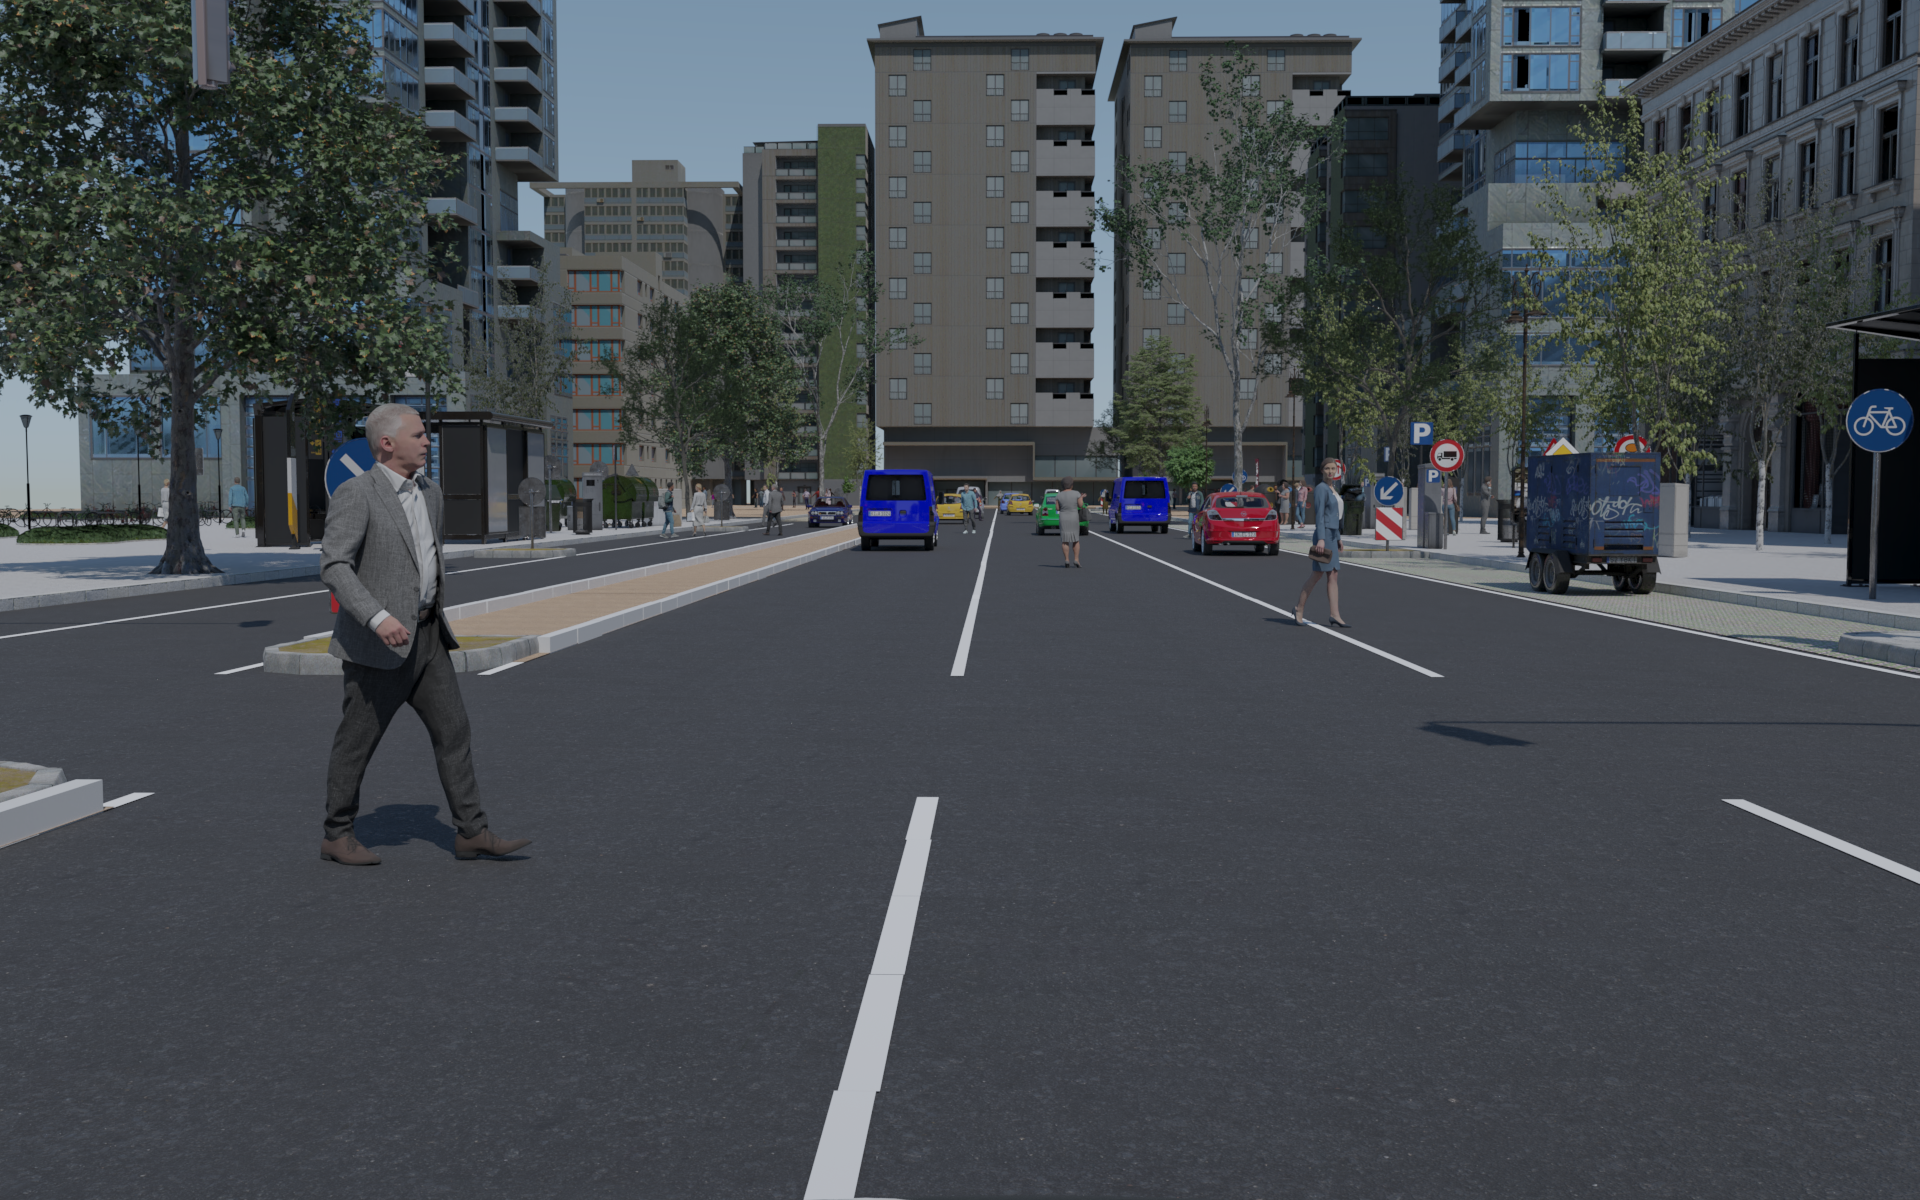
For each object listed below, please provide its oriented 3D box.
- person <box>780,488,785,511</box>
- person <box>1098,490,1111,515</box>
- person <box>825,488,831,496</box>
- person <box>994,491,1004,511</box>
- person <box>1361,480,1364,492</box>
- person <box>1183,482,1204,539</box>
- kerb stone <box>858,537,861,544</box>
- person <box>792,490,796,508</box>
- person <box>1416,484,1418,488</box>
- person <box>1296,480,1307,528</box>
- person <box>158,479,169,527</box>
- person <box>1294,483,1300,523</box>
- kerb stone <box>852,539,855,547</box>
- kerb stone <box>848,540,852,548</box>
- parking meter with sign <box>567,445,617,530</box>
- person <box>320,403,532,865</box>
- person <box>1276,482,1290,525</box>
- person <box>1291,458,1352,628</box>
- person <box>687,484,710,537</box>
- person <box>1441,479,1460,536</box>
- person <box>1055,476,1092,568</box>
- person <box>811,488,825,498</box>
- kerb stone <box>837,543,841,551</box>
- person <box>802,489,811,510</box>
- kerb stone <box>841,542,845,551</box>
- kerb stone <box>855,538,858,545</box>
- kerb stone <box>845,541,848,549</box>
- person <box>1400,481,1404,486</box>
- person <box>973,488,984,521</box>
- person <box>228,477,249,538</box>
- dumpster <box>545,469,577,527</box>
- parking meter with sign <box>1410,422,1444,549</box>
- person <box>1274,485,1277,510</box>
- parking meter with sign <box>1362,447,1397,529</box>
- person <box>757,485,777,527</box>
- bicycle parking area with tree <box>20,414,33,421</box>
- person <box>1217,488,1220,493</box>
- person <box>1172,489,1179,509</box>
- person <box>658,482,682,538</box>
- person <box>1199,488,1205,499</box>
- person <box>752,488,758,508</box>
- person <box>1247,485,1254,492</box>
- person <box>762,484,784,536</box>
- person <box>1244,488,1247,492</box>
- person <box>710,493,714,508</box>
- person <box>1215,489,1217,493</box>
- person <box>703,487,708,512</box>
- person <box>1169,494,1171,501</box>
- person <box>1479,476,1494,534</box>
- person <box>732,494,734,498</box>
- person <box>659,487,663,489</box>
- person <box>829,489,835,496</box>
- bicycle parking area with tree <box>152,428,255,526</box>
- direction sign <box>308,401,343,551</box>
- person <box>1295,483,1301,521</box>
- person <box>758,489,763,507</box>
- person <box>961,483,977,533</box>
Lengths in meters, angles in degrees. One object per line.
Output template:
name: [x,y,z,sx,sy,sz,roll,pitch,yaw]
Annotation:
person: [-13.608,-7.695,132.416,0.434,1.755,0.990,2,4,32]
person: [10.158,-6.818,120.708,1.217,1.736,0.721,-1,4,-22]
person: [-10.387,-7.916,136.142,0.551,1.740,0.621,3,4,36]
person: [3.491,-8.575,149.430,1.217,1.736,0.721,-1,4,-11]
person: [16.593,-3.977,70.924,0.638,1.841,0.748,-3,5,-45]
person: [7.475,-2.835,54.842,0.713,1.824,0.794,-3,4,-36]
kerb stone: [-2.952,-1.630,48.847,0.120,0.150,1.000,0,4,1]
person: [-15.533,-9.428,161.661,0.593,1.643,0.415,2,4,35]
person: [16.864,-3.496,63.794,0.593,1.750,0.643,0,4,-6]
person: [12.738,-3.584,64.649,0.388,1.821,0.555,-2,4,-27]
person: [-26.224,-3.106,57.181,0.694,1.780,0.624,3,5,39]
person: [14.758,-4.261,76.130,0.534,1.772,0.576,-1,4,-17]
kerb stone: [-2.997,-1.505,46.803,0.120,0.150,1.000,0,4,1]
kerb stone: [-3.025,-1.443,45.781,0.120,0.150,1.000,0,4,1]
parking meter with sign: [-13.044,-3.983,61.379,1.738,3.016,0.543,-1,4,-15]
person: [-2.107,0.135,6.690,0.834,1.777,0.661,1,4,14]
person: [13.267,-3.973,71.353,0.532,1.782,0.716,-1,4,-11]
person: [3.918,-0.622,18.693,0.581,1.822,0.654,-3,5,-43]
person: [-8.794,-3.022,58.260,0.694,1.780,0.624,-2,4,-29]
person: [15.173,-2.874,53.620,0.593,1.750,0.643,1,4,16]
person: [2.219,-1.517,33.654,0.716,1.782,0.532,1,4,12]
person: [-11.856,-8.539,145.600,1.348,1.831,0.705,0,4,4]
kerb stone: [-3.106,-1.254,42.703,0.120,0.150,1.000,0,4,1]
person: [-12.776,-8.367,143.787,0.756,1.711,0.436,-2,4,-24]
kerb stone: [-3.071,-1.316,43.724,0.120,0.150,1.000,0,4,1]
kerb stone: [-2.995,-1.563,47.826,0.120,0.150,1.000,0,4,1]
kerb stone: [-3.059,-1.379,44.755,0.120,0.150,1.000,0,4,1]
person: [18.467,-4.108,73.221,0.620,1.820,0.660,0,4,0]
person: [0.921,-5.109,92.484,0.683,1.767,0.568,-2,4,-25]
person: [-21.241,-2.728,50.997,0.601,1.785,0.444,-3,4,-36]
dumpster: [-15.743,-3.927,66.707,1.502,2.255,1.985,0,4,1]
parking meter with sign: [11.150,-2.748,41.195,0.543,3.016,1.738,0,4,2]
person: [18.721,-5.917,102.807,1.348,1.821,0.705,-1,4,-21]
parking meter with sign: [15.126,-4.106,63.387,1.738,3.016,0.543,-2,4,-31]
person: [-8.282,-4.024,74.388,0.850,1.850,0.679,-1,4,-9]
bicycle parking area with tree: [-35.699,-4.724,64.232,9.016,4.147,8.231,-2,4,-34]
person: [20.232,-7.835,134.599,0.683,1.767,0.568,2,4,26]
person: [18.384,-8.633,147.899,0.721,1.736,1.217,2,4,34]
person: [-9.397,-2.915,56.140,0.713,1.824,0.794,1,4,11]
person: [19.208,-7.971,137.090,0.721,1.743,1.217,2,4,30]
person: [-18.988,-9.460,160.719,0.705,1.822,1.348,-2,4,-26]
person: [15.942,-5.356,94.147,0.750,1.759,0.617,-3,5,-42]
person: [-6.454,-3.117,59.868,0.834,1.777,0.661,3,4,39]
person: [21.366,-7.503,129.275,0.434,1.755,0.990,3,5,40]
person: [-23.318,-9.418,163.257,0.599,1.433,0.991,3,5,45]
person: [24.515,-9.784,166.154,0.705,1.807,1.348,-1,4,-14]
person: [-18.752,-7.400,127.018,0.705,1.826,1.348,1,4,12]
person: [17.032,-8.379,143.592,0.990,1.755,0.434,-1,4,-11]
person: [16.908,-3.041,55.569,0.447,1.846,0.655,1,4,10]
person: [-19.579,-8.549,146.539,1.217,1.735,0.721,3,4,36]
person: [-19.319,-6.400,111.397,0.721,1.743,1.217,-3,5,-41]
person: [-10.267,-8.000,137.660,1.217,1.723,0.721,1,4,22]
bicycle parking area with tree: [-32.907,-5.281,73.347,9.016,4.147,8.231,2,4,26]
direction sign: [-14.203,-2.865,38.838,0.379,3.537,0.876,2,4,35]
person: [16.252,-4.666,82.431,0.679,1.850,0.850,-2,4,-31]
person: [-19.162,-9.866,167.433,1.350,1.814,0.705,3,4,39]
person: [0.344,-3.343,63.172,0.660,1.820,0.620,1,4,18]
